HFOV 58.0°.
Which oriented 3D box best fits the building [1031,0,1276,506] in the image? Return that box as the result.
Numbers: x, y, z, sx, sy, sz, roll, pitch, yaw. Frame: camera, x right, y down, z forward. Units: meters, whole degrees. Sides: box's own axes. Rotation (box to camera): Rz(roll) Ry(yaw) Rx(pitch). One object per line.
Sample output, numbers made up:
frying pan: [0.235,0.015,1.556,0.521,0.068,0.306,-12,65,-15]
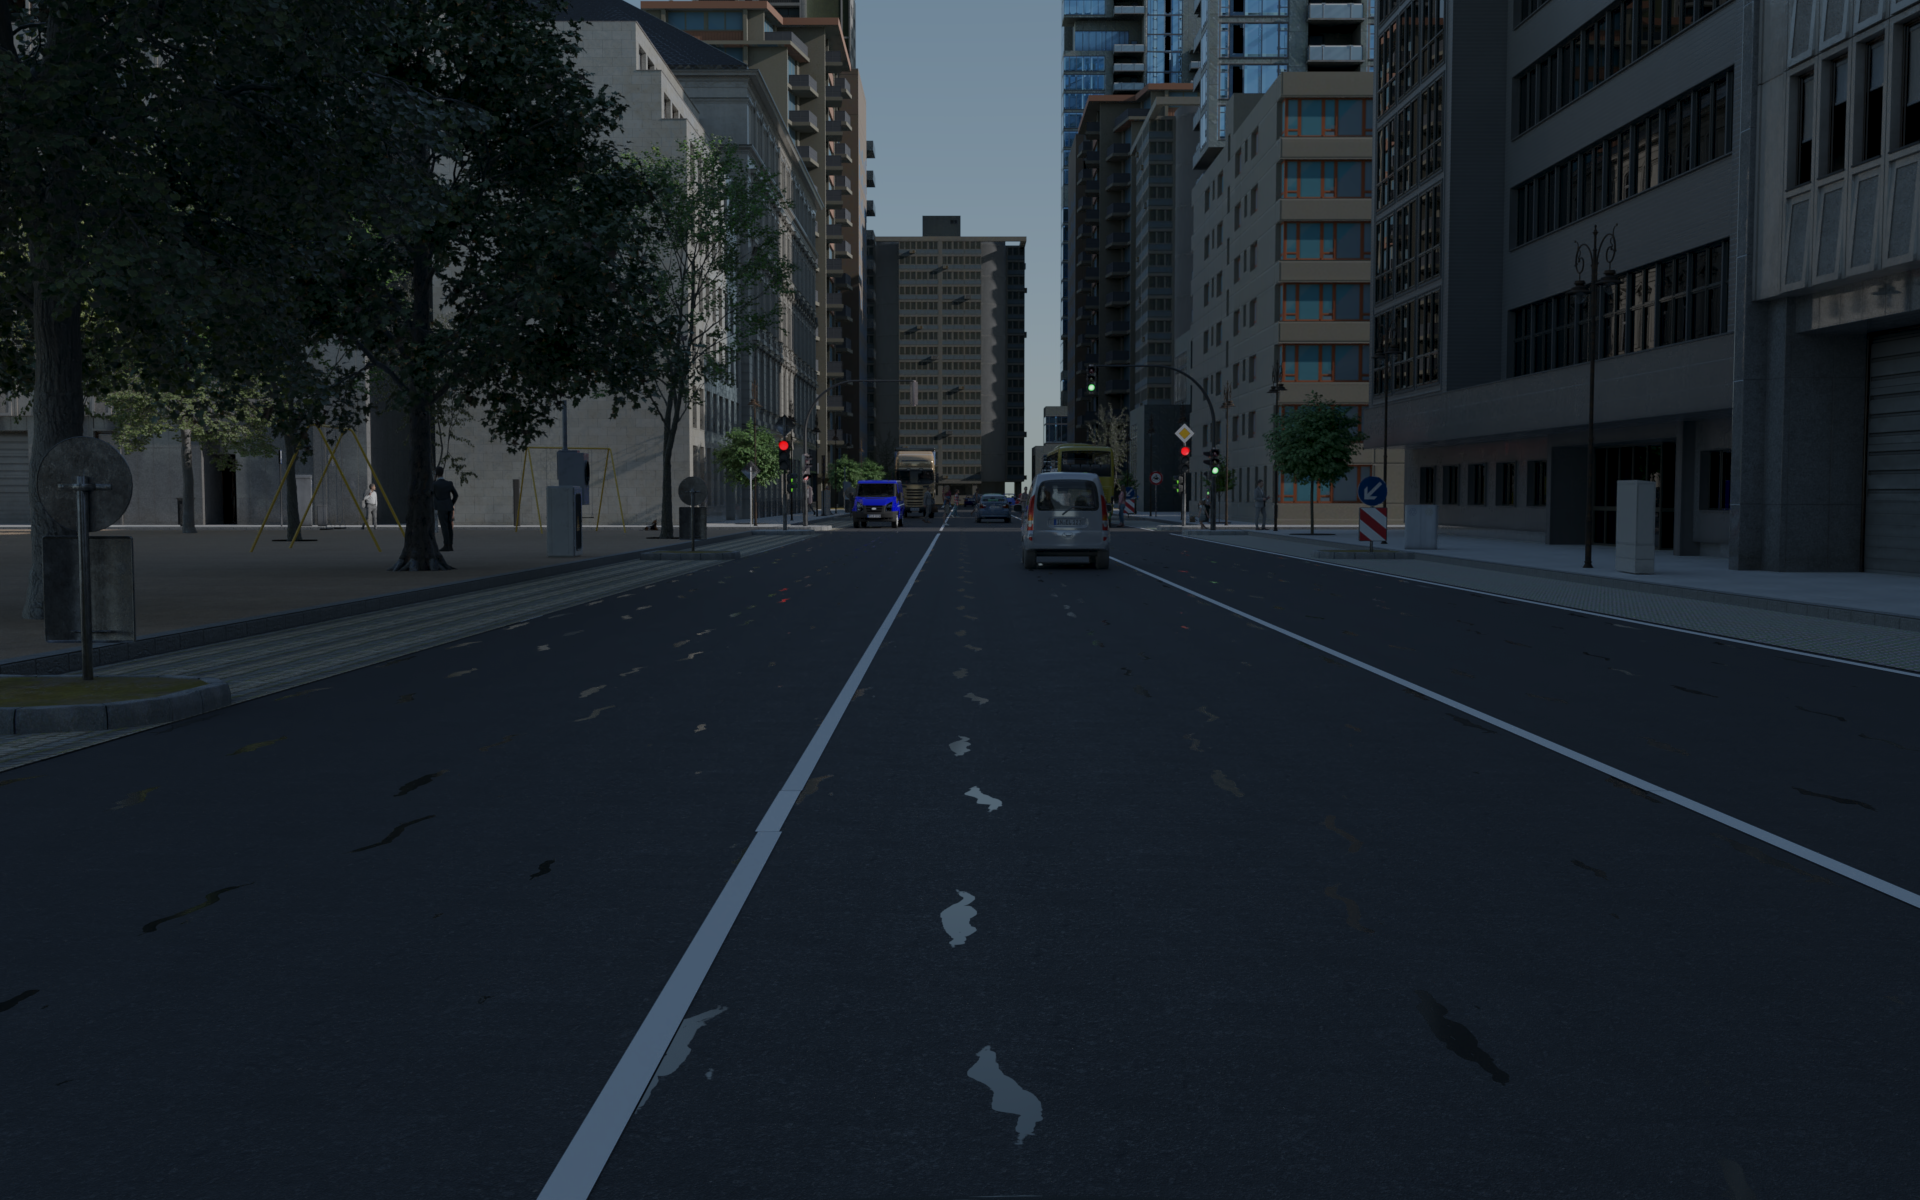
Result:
building: [25.545,-56.660,239.057,31.000,86.520,22.319,0,3,0]

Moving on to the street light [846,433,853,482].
street light: [-8.193,-9.489,127.937,0.468,5.910,1.993,0,3,0]

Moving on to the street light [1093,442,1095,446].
street light: [11.092,-10.459,143.800,0.468,5.910,1.993,0,3,0]

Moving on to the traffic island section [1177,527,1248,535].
traffic island section: [8.943,-2.376,61.135,2.009,0.180,2.903,0,3,0]

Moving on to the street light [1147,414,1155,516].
street light: [11.005,-7.768,99.790,0.468,5.910,1.993,0,3,0]

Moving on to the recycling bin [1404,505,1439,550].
recycling bin: [10.744,-1.697,40.306,0.722,1.027,0.722,1,4,18]

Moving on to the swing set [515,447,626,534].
swing set: [-13.147,-3.681,57.804,3.119,2.851,2.862,-2,4,-31]

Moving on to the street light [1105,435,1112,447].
street light: [11.038,-9.576,129.358,0.468,5.910,1.993,0,3,0]

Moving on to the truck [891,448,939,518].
truck: [-2.781,-7.229,107.112,2.839,4.237,11.283,0,4,-1]

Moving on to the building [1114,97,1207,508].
building: [29.355,-28.778,162.400,32.217,40.220,23.993,0,3,0]

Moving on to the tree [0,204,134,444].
tree: [-20.759,-5.462,39.666,4.737,8.622,4.395,0,3,0]

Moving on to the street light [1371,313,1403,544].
street light: [10.900,-4.376,44.331,0.468,5.910,1.993,0,3,0]

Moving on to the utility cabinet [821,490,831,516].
utility cabinet: [-7.918,-5.716,102.142,0.318,1.500,1.173,1,4,8]

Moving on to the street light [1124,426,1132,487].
street light: [11.121,-8.693,114.916,0.468,5.910,1.993,0,3,0]

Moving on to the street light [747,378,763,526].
street light: [-8.215,-5.911,69.434,0.468,5.910,1.993,0,3,0]

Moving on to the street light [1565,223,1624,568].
street light: [10.903,-3.492,29.890,0.468,5.910,1.993,0,3,0]

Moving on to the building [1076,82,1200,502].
building: [24.142,-32.662,188.647,22.147,44.769,28.867,0,3,0]

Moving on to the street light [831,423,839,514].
street light: [-8.104,-8.575,112.988,0.468,5.910,1.993,0,3,0]

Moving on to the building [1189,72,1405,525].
building: [27.594,-14.678,85.021,28.899,21.520,27.650,0,3,0]

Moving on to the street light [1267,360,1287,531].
street light: [10.911,-5.317,59.715,0.468,5.910,1.993,0,3,0]

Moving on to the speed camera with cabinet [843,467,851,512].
speed camera with cabinet: [-8.149,-8.045,125.872,0.660,3.252,2.038,0,4,-7]

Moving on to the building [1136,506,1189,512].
building: [24.399,-49.211,117.276,22.319,86.520,31.000,0,3,0]

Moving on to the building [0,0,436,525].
building: [-34.159,-15.791,76.211,19.932,24.808,12.078,0,3,0]

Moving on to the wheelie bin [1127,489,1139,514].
wheelie bin: [10.889,-6.249,110.087,0.980,1.594,0.693,0,4,4]

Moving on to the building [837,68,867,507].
building: [-16.954,-32.383,179.569,14.600,45.320,14.200,0,3,0]

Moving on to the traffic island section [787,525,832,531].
traffic island section: [-6.191,-2.866,69.138,2.009,0.180,2.903,0,3,0]

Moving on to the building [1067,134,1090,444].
building: [20.441,-34.284,210.658,14.600,45.320,14.200,0,3,0]

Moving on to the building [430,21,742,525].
building: [-16.233,-13.704,78.809,10.420,20.320,16.860,0,3,0]

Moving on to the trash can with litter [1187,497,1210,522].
trash can with litter: [10.858,-4.116,78.688,1.055,1.170,0.624,0,4,3]

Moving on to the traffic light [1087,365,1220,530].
traffic light: [6.811,-5.273,60.881,4.771,5.953,1.251,0,3,0]

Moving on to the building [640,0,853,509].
building: [-21.349,-30.793,158.096,22.147,44.769,28.867,0,3,0]

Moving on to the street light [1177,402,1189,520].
street light: [10.963,-6.884,85.348,0.468,5.910,1.993,0,3,0]

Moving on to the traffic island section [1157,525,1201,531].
traffic island section: [8.950,-2.865,69.120,2.009,0.180,2.903,0,3,0]

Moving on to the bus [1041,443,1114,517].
bus: [5.621,-5.612,83.298,2.896,3.916,12.252,0,3,0]

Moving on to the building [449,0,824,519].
building: [-18.556,-20.339,108.958,17.030,29.872,44.131,0,3,0]

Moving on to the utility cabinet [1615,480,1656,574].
utility cabinet: [10.951,-1.185,28.053,0.318,1.500,1.173,0,4,6]

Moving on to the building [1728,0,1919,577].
building: [19.040,-12.275,18.721,12.078,24.808,19.932,0,3,0]

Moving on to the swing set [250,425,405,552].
swing set: [-14.351,-2.562,39.514,2.862,2.851,3.119,0,4,-4]

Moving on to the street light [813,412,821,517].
street light: [-8.128,-7.678,98.317,0.468,5.910,1.993,0,3,0]

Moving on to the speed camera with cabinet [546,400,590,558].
speed camera with cabinet: [-8.100,-2.539,35.853,0.660,3.252,2.038,0,4,-3]

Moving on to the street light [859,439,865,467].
street light: [-8.168,-10.434,143.387,0.468,5.910,1.993,0,3,0]

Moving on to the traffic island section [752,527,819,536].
traffic island section: [-6.199,-2.378,61.153,2.009,0.180,2.903,0,3,0]

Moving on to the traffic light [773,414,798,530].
traffic light: [-6.159,-4.410,61.019,0.839,4.253,0.868,0,3,0]

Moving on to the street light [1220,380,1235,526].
street light: [10.873,-5.978,70.536,0.468,5.910,1.993,0,3,0]

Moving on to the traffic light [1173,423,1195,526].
traffic light: [8.910,-4.898,69.006,0.839,4.253,0.868,0,3,0]

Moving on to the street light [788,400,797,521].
street light: [-8.162,-6.794,83.876,0.468,5.910,1.993,0,3,0]

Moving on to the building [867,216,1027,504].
building: [-2.648,-33.795,244.435,23.993,40.220,32.217,0,3,0]

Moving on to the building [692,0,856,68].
building: [-25.101,-48.962,238.775,20.611,71.187,20.563,0,3,0]

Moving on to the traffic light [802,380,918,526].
traffic light: [-4.059,-5.772,69.037,4.771,5.953,1.251,0,3,0]

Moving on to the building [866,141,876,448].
building: [-25.473,-35.858,205.892,30.456,49.044,23.786,0,3,0]

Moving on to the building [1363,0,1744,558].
building: [20.651,-13.737,43.672,14.314,24.678,30.058,0,3,0]
